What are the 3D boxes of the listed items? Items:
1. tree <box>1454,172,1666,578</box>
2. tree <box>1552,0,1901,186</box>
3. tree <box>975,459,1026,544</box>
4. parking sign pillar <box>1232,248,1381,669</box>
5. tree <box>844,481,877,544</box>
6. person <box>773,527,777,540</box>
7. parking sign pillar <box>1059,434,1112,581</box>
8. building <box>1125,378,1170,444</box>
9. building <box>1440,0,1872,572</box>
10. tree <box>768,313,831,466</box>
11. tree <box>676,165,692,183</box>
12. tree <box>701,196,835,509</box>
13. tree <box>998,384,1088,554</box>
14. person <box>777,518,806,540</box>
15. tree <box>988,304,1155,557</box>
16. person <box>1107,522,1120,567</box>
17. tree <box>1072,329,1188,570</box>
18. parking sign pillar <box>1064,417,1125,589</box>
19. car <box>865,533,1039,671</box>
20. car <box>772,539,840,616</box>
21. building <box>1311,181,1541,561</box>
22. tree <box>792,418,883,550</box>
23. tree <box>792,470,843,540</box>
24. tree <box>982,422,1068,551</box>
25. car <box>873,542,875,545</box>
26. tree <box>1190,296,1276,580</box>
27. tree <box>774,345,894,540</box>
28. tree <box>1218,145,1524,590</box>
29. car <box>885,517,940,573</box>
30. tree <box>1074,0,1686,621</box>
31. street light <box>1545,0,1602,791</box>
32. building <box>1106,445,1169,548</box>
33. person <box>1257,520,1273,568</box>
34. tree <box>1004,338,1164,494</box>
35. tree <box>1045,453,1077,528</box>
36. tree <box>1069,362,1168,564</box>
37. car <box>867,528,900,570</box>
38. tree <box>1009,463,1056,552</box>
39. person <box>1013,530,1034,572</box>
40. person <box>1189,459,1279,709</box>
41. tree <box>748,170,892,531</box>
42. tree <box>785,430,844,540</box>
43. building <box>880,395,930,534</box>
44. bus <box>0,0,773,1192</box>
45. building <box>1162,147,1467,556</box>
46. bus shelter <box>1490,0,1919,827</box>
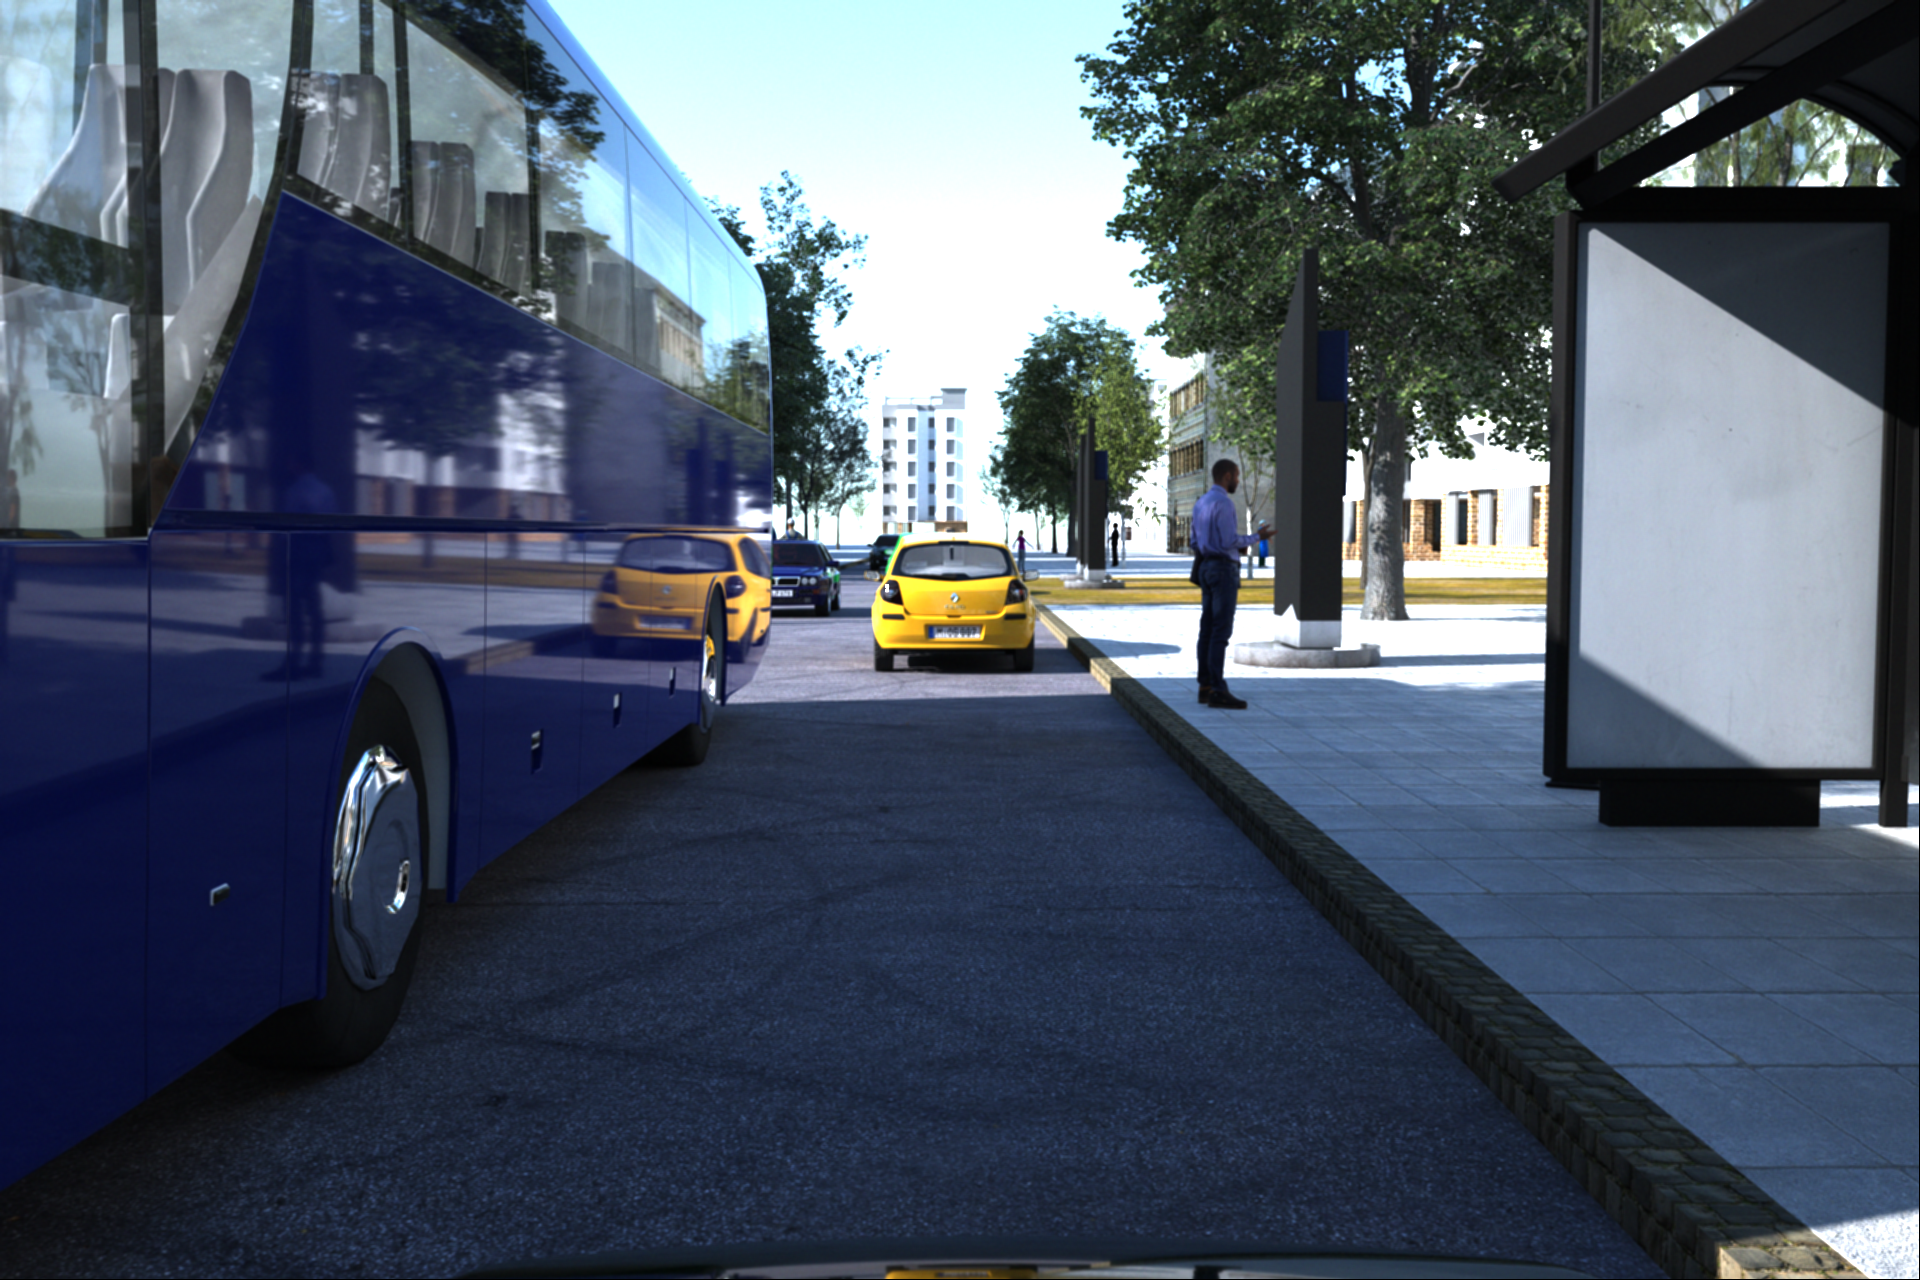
[{"bbox_3d":[17.620,-7.589,49.832,9.928,11.665,9.643,0,3,0],"label":"tree"},{"bbox_3d":[5.424,-3.790,12.328,4.360,8.622,3.978,0,3,0],"label":"tree"},{"bbox_3d":[6.011,-18.360,225.948,9.928,11.665,9.643,0,3,0],"label":"tree"},{"bbox_3d":[3.437,-1.750,17.079,1.447,3.967,1.447,0,4,0],"label":"parking sign pillar"},{"bbox_3d":[-12.406,-16.686,223.179,4.360,8.622,3.978,0,3,0],"label":"tree"},{"bbox_3d":[-5.494,-2.644,49.199,0.705,1.833,1.349,-2,4,-34],"label":"person"},{"bbox_3d":[3.455,-3.607,47.452,1.447,3.967,1.447,0,4,-1],"label":"parking sign pillar"},{"bbox_3d":[24.574,-21.423,206.678,16.016,20.090,11.380,0,4,-1],"label":"building"},{"bbox_3d":[24.357,-12.911,67.517,16.016,20.090,11.380,0,3,0],"label":"building"},{"bbox_3d":[-9.505,-9.362,78.817,9.928,11.665,9.643,0,3,0],"label":"tree"},{"bbox_3d":[-9.883,-8.257,53.124,7.486,12.596,7.792,0,3,0],"label":"tree"},{"bbox_3d":[-9.066,-9.730,65.737,9.857,13.997,8.962,0,3,0],"label":"tree"},{"bbox_3d":[6.107,-11.528,114.237,9.928,11.665,9.643,0,3,0],"label":"tree"},{"bbox_3d":[-4.351,-2.224,44.679,1.347,1.847,0.705,-1,4,-17],"label":"person"},{"bbox_3d":[6.414,-11.662,97.331,9.857,13.997,8.962,0,3,0],"label":"tree"},{"bbox_3d":[6.016,-3.754,68.106,0.721,1.740,1.216,2,4,23],"label":"person"},{"bbox_3d":[5.919,-6.818,61.834,4.737,8.622,4.395,0,3,0],"label":"tree"},{"bbox_3d":[3.175,-3.196,40.731,1.447,3.967,1.447,0,4,0],"label":"parking sign pillar"},{"bbox_3d":[-0.085,-0.567,19.496,2.015,1.641,3.980,0,4,-1],"label":"car"},{"bbox_3d":[-3.121,-1.148,31.352,1.945,1.354,3.894,0,3,0],"label":"car"},{"bbox_3d":[24.177,-14.530,93.991,16.016,20.090,11.380,0,4,-1],"label":"building"},{"bbox_3d":[-9.887,-12.434,137.705,8.767,10.594,7.601,1,4,17],"label":"tree"},{"bbox_3d":[-18.761,-17.907,227.185,7.601,10.594,8.767,0,4,6],"label":"tree"},{"bbox_3d":[5.813,-12.222,134.246,7.601,10.594,8.767,2,4,26],"label":"tree"},{"bbox_3d":[-3.123,-4.449,82.530,2.009,1.686,4.222,0,3,0],"label":"car"},{"bbox_3d":[8.142,-6.016,48.717,4.360,8.622,3.978,0,3,0],"label":"tree"},{"bbox_3d":[-9.745,-12.140,108.851,12.009,13.543,11.850,0,3,0],"label":"tree"},{"bbox_3d":[9.688,-6.457,39.988,7.601,10.594,8.767,-3,4,-36],"label":"tree"},{"bbox_3d":[-0.676,-1.765,37.653,1.959,1.807,4.718,0,4,-1],"label":"car"},{"bbox_3d":[6.395,-7.274,25.593,9.857,13.997,8.962,0,3,0],"label":"tree"},{"bbox_3d":[3.696,-2.208,8.643,1.470,5.913,1.316,0,4,0],"label":"street light"},{"bbox_3d":[19.298,-14.319,176.262,9.099,9.664,28.070,0,4,-1],"label":"building"},{"bbox_3d":[11.533,-3.650,65.810,0.704,1.817,1.347,2,4,33],"label":"person"},{"bbox_3d":[5.882,-8.998,81.537,8.767,10.594,7.601,2,4,27],"label":"tree"},{"bbox_3d":[14.900,-19.041,229.453,7.486,12.596,7.792,0,3,0],"label":"tree"},{"bbox_3d":[6.489,-7.560,73.974,4.737,8.622,4.395,0,3,0],"label":"tree"},{"bbox_3d":[-2.710,-3.679,69.939,2.009,1.686,4.222,0,4,0],"label":"car"},{"bbox_3d":[6.059,-10.604,123.737,4.360,8.622,3.978,0,3,0],"label":"tree"},{"bbox_3d":[2.110,-2.990,58.148,0.599,1.433,0.991,-3,5,-42],"label":"person"},{"bbox_3d":[2.056,-0.432,12.980,0.599,1.838,0.709,-1,4,-16],"label":"person"},{"bbox_3d":[-10.059,-14.506,93.056,12.611,20.169,13.585,0,3,0],"label":"tree"},{"bbox_3d":[-9.695,-10.439,121.037,4.360,8.622,3.978,0,3,0],"label":"tree"},{"bbox_3d":[-10.096,-22.527,227.192,11.380,20.090,16.016,0,4,0],"label":"building"},{"bbox_3d":[-2.766,-1.000,7.899,2.896,3.916,12.251,0,3,0],"label":"bus"},{"bbox_3d":[23.263,-16.911,107.429,19.493,23.208,18.063,0,3,0],"label":"building"},{"bbox_3d":[3.369,-0.680,5.048,2.014,3.302,5.546,0,4,0],"label":"bus shelter"}]
